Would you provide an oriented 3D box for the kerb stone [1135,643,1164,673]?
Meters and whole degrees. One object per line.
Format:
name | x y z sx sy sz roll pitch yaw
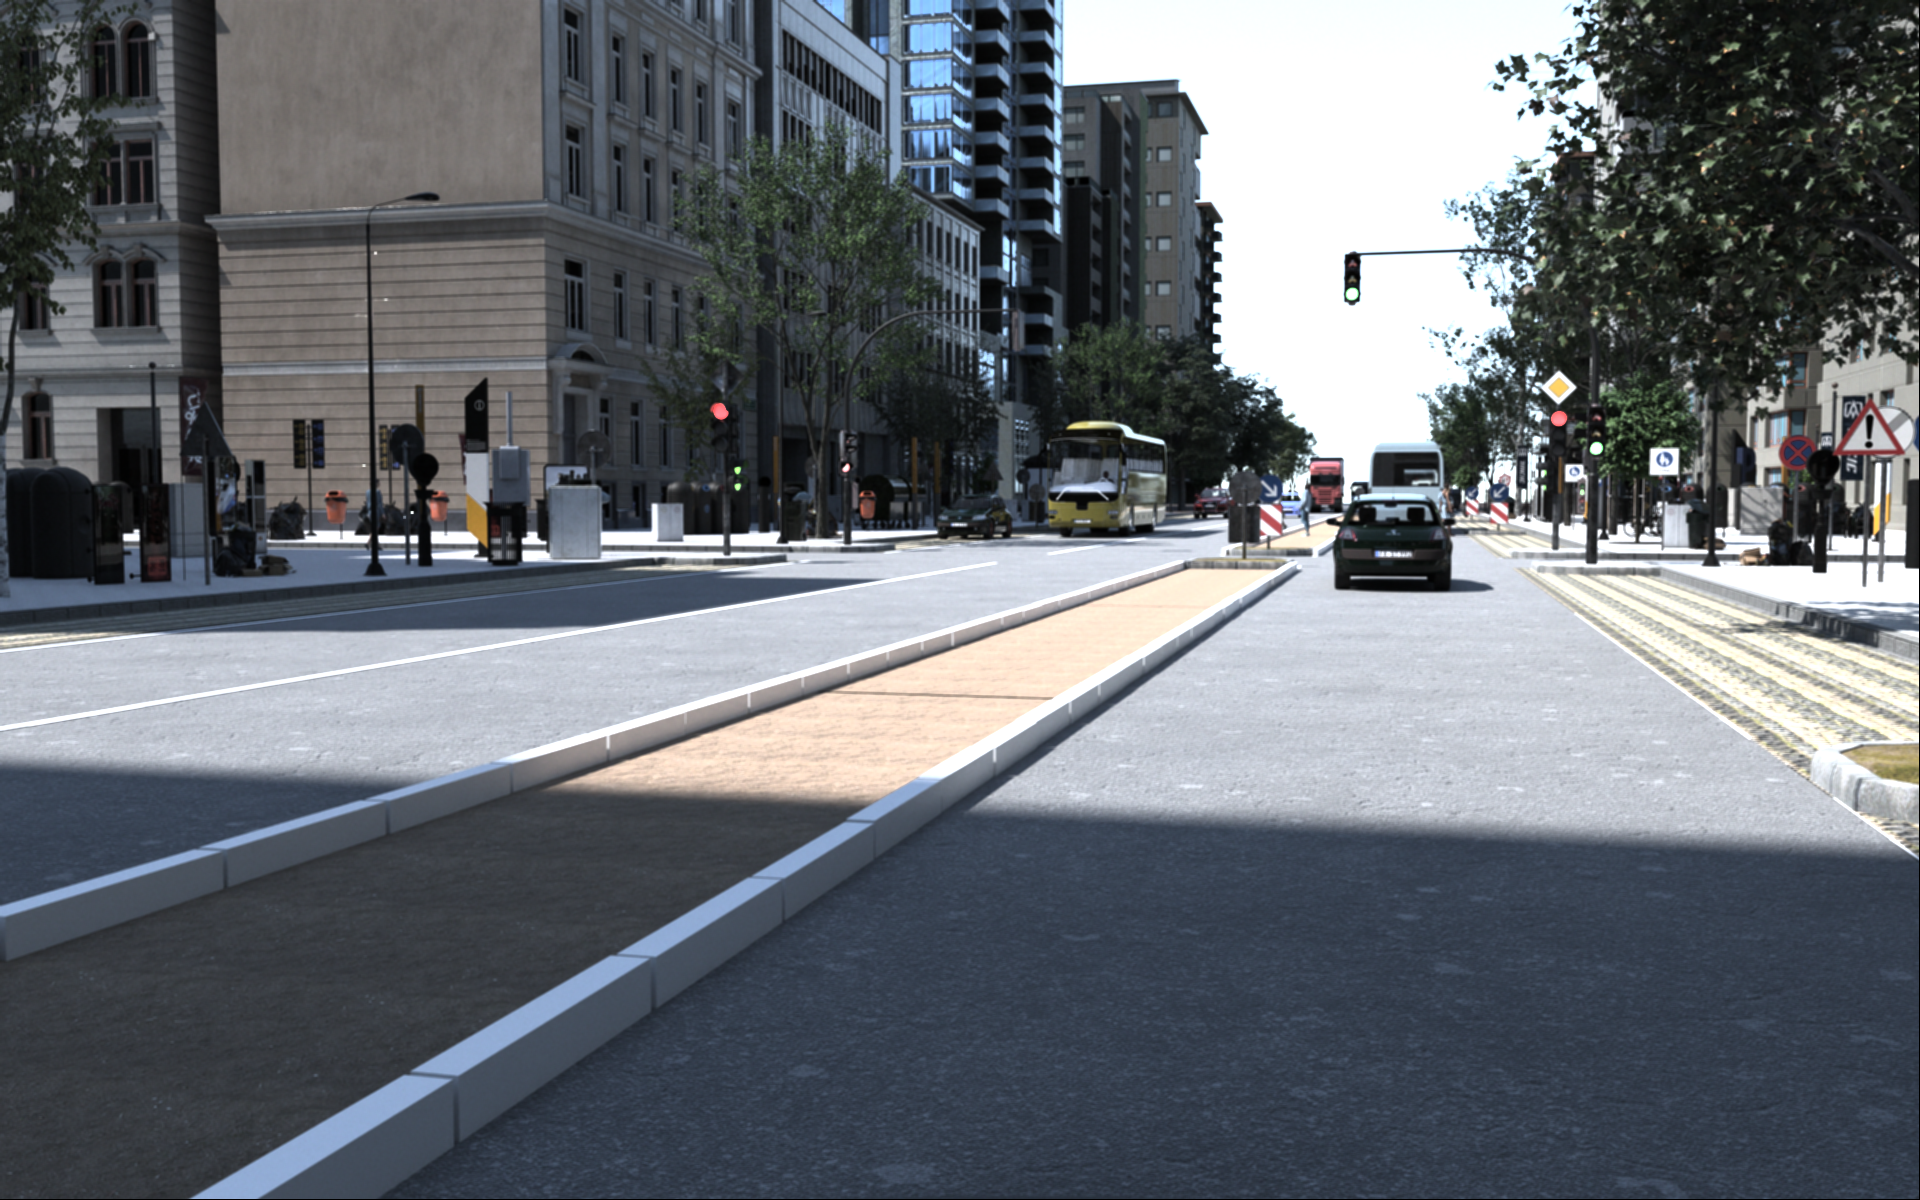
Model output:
kerb stone | 1.531 0.489 14.236 0.120 0.150 1.000 1 4 14

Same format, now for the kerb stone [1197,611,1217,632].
kerb stone | 2.560 0.246 18.209 0.120 0.150 1.000 1 4 14

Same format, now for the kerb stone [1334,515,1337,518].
kerb stone | 21.226 -4.676 98.641 0.120 0.150 1.000 1 4 14

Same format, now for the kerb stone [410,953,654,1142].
kerb stone | -1.038 1.093 4.321 0.120 0.150 1.000 1 4 14

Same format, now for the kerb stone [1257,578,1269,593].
kerb stone | 4.354 -0.180 25.143 0.120 0.150 1.000 1 4 14

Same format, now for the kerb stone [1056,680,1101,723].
kerb stone | 0.757 0.669 11.265 0.120 0.150 1.000 1 4 14

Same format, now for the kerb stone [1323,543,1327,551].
kerb stone | 8.867 -1.239 42.566 0.120 0.150 1.000 1 4 14

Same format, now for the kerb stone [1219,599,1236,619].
kerb stone | 3.074 0.123 20.188 0.120 0.150 1.000 1 4 14

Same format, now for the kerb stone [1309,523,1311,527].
kerb stone | 14.551 -3.091 72.822 0.120 0.150 1.000 1 4 14

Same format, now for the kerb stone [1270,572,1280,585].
kerb stone | 4.877 -0.302 27.126 0.120 0.150 1.000 1 4 14

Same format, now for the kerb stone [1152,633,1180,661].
kerb stone | 1.786 0.426 15.226 0.120 0.150 1.000 1 4 14

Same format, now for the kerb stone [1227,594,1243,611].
kerb stone | 3.317 0.062 21.181 0.120 0.150 1.000 1 4 14

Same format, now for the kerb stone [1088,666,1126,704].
kerb stone | 1.016 0.608 12.257 0.120 0.150 1.000 1 4 14

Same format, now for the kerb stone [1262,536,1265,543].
kerb stone | 8.627 -1.700 49.985 0.120 0.150 1.000 1 4 14

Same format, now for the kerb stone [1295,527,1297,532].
kerb stone | 12.232 -2.547 63.881 0.120 0.150 1.000 1 4 14

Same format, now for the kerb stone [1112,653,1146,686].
kerb stone | 1.267 0.549 13.248 0.120 0.150 1.000 1 4 14

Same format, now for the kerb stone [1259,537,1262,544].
kerb stone | 8.368 -1.639 48.996 0.120 0.150 1.000 1 4 14

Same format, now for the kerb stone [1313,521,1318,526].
kerb stone | 16.094 -3.461 78.785 0.120 0.150 1.000 1 4 14

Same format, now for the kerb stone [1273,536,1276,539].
kerb stone | 9.656 -1.943 53.959 0.120 0.150 1.000 1 4 14

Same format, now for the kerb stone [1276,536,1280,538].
kerb stone | 10.165 -2.064 55.946 0.120 0.150 1.000 1 4 14

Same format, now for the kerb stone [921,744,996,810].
kerb stone | -0.014 0.850 8.295 0.120 0.150 1.000 1 4 14

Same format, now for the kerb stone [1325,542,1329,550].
kerb stone | 9.130 -1.301 43.554 0.120 0.150 1.000 1 4 14

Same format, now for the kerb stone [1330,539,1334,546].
kerb stone | 9.900 -1.486 46.526 0.120 0.150 1.000 1 4 14

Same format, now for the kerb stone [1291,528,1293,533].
kerb stone | 11.721 -2.426 61.902 0.120 0.150 1.000 1 4 14

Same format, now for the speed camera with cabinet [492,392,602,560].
speed camera with cabinet | -8.070 -2.419 33.881 2.038 3.252 0.660 -1 4 -8

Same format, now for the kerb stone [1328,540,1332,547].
kerb stone | 9.637 -1.425 45.539 0.120 0.150 1.000 1 4 14

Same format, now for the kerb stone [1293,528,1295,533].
kerb stone | 11.970 -2.487 62.893 0.120 0.150 1.000 1 4 14

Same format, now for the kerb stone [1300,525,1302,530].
kerb stone | 12.997 -2.729 66.864 0.120 0.150 1.000 1 4 14

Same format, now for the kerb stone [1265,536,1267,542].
kerb stone | 8.884 -1.761 50.980 0.120 0.150 1.000 1 4 14

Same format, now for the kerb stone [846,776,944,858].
kerb stone | -0.266 0.911 7.305 0.120 0.150 1.000 1 4 14

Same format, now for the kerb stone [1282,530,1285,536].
kerb stone | 10.689 -2.184 57.936 0.120 0.150 1.000 1 4 14

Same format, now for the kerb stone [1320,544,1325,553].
kerb stone | 8.609 -1.184 41.557 0.120 0.150 1.000 1 4 14

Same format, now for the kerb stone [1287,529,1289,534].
kerb stone | 11.191 -2.308 59.927 0.120 0.150 1.000 1 4 14

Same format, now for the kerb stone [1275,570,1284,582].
kerb stone | 5.131 -0.357 28.119 0.120 0.150 1.000 1 4 14

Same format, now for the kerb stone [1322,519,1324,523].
kerb stone | 17.376 -3.764 83.757 0.120 0.150 1.000 1 4 14

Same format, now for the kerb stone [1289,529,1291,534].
kerb stone | 11.455 -2.366 60.915 0.120 0.150 1.000 1 4 14

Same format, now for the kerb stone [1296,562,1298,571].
kerb stone | 6.160 -0.604 32.080 0.120 0.150 1.000 1 4 14

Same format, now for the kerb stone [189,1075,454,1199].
kerb stone | -1.294 1.154 3.331 0.120 0.150 1.000 1 4 14

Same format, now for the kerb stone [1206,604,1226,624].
kerb stone | 2.808 0.183 19.200 0.120 0.150 1.000 1 4 14

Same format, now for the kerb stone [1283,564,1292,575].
kerb stone | 5.638 -0.484 30.102 0.120 0.150 1.000 1 4 14

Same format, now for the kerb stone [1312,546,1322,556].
kerb stone | 8.345 -1.120 40.564 0.120 0.150 1.000 1 4 14

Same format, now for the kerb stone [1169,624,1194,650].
kerb stone | 2.044 0.365 16.223 0.120 0.150 1.000 1 4 14

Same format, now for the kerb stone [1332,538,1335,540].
kerb stone | 10.153 -1.549 47.523 0.120 0.150 1.000 1 4 14

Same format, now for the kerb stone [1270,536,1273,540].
kerb stone | 9.394 -1.882 52.963 0.120 0.150 1.000 1 4 14

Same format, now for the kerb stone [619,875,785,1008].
kerb stone | -0.777 1.036 5.318 0.120 0.150 1.000 1 4 14

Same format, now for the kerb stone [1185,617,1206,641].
kerb stone | 2.305 0.305 17.217 0.120 0.150 1.000 1 4 14

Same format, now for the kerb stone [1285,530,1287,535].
kerb stone | 10.944 -2.247 58.936 0.120 0.150 1.000 1 4 14

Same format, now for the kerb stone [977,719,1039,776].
kerb stone | 0.248 0.790 9.284 0.120 0.150 1.000 1 4 14

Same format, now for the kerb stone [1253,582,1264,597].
kerb stone | 4.104 -0.119 24.149 0.120 0.150 1.000 1 4 14

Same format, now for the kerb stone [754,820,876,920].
kerb stone | -0.521 0.978 6.313 0.120 0.150 1.000 1 4 14

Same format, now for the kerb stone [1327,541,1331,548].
kerb stone | 9.384 -1.362 44.549 0.120 0.150 1.000 1 4 14

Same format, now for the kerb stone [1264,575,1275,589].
kerb stone | 4.612 -0.241 26.132 0.120 0.150 1.000 1 4 14

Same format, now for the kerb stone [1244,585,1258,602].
kerb stone | 3.845 -0.059 23.158 0.120 0.150 1.000 1 4 14

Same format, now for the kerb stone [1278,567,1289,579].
kerb stone | 5.387 -0.423 29.111 0.120 0.150 1.000 1 4 14

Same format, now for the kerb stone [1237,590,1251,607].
kerb stone | 3.590 0.002 22.168 0.120 0.150 1.000 1 4 14

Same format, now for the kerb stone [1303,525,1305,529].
kerb stone | 13.516 -2.853 68.844 0.120 0.150 1.000 1 4 14

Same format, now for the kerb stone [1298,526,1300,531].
kerb stone | 12.743 -2.670 65.866 0.120 0.150 1.000 1 4 14

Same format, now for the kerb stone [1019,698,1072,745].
kerb stone | 0.496 0.729 10.276 0.120 0.150 1.000 1 4 14

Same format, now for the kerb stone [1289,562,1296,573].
kerb stone | 5.893 -0.544 31.094 0.120 0.150 1.000 1 4 14
